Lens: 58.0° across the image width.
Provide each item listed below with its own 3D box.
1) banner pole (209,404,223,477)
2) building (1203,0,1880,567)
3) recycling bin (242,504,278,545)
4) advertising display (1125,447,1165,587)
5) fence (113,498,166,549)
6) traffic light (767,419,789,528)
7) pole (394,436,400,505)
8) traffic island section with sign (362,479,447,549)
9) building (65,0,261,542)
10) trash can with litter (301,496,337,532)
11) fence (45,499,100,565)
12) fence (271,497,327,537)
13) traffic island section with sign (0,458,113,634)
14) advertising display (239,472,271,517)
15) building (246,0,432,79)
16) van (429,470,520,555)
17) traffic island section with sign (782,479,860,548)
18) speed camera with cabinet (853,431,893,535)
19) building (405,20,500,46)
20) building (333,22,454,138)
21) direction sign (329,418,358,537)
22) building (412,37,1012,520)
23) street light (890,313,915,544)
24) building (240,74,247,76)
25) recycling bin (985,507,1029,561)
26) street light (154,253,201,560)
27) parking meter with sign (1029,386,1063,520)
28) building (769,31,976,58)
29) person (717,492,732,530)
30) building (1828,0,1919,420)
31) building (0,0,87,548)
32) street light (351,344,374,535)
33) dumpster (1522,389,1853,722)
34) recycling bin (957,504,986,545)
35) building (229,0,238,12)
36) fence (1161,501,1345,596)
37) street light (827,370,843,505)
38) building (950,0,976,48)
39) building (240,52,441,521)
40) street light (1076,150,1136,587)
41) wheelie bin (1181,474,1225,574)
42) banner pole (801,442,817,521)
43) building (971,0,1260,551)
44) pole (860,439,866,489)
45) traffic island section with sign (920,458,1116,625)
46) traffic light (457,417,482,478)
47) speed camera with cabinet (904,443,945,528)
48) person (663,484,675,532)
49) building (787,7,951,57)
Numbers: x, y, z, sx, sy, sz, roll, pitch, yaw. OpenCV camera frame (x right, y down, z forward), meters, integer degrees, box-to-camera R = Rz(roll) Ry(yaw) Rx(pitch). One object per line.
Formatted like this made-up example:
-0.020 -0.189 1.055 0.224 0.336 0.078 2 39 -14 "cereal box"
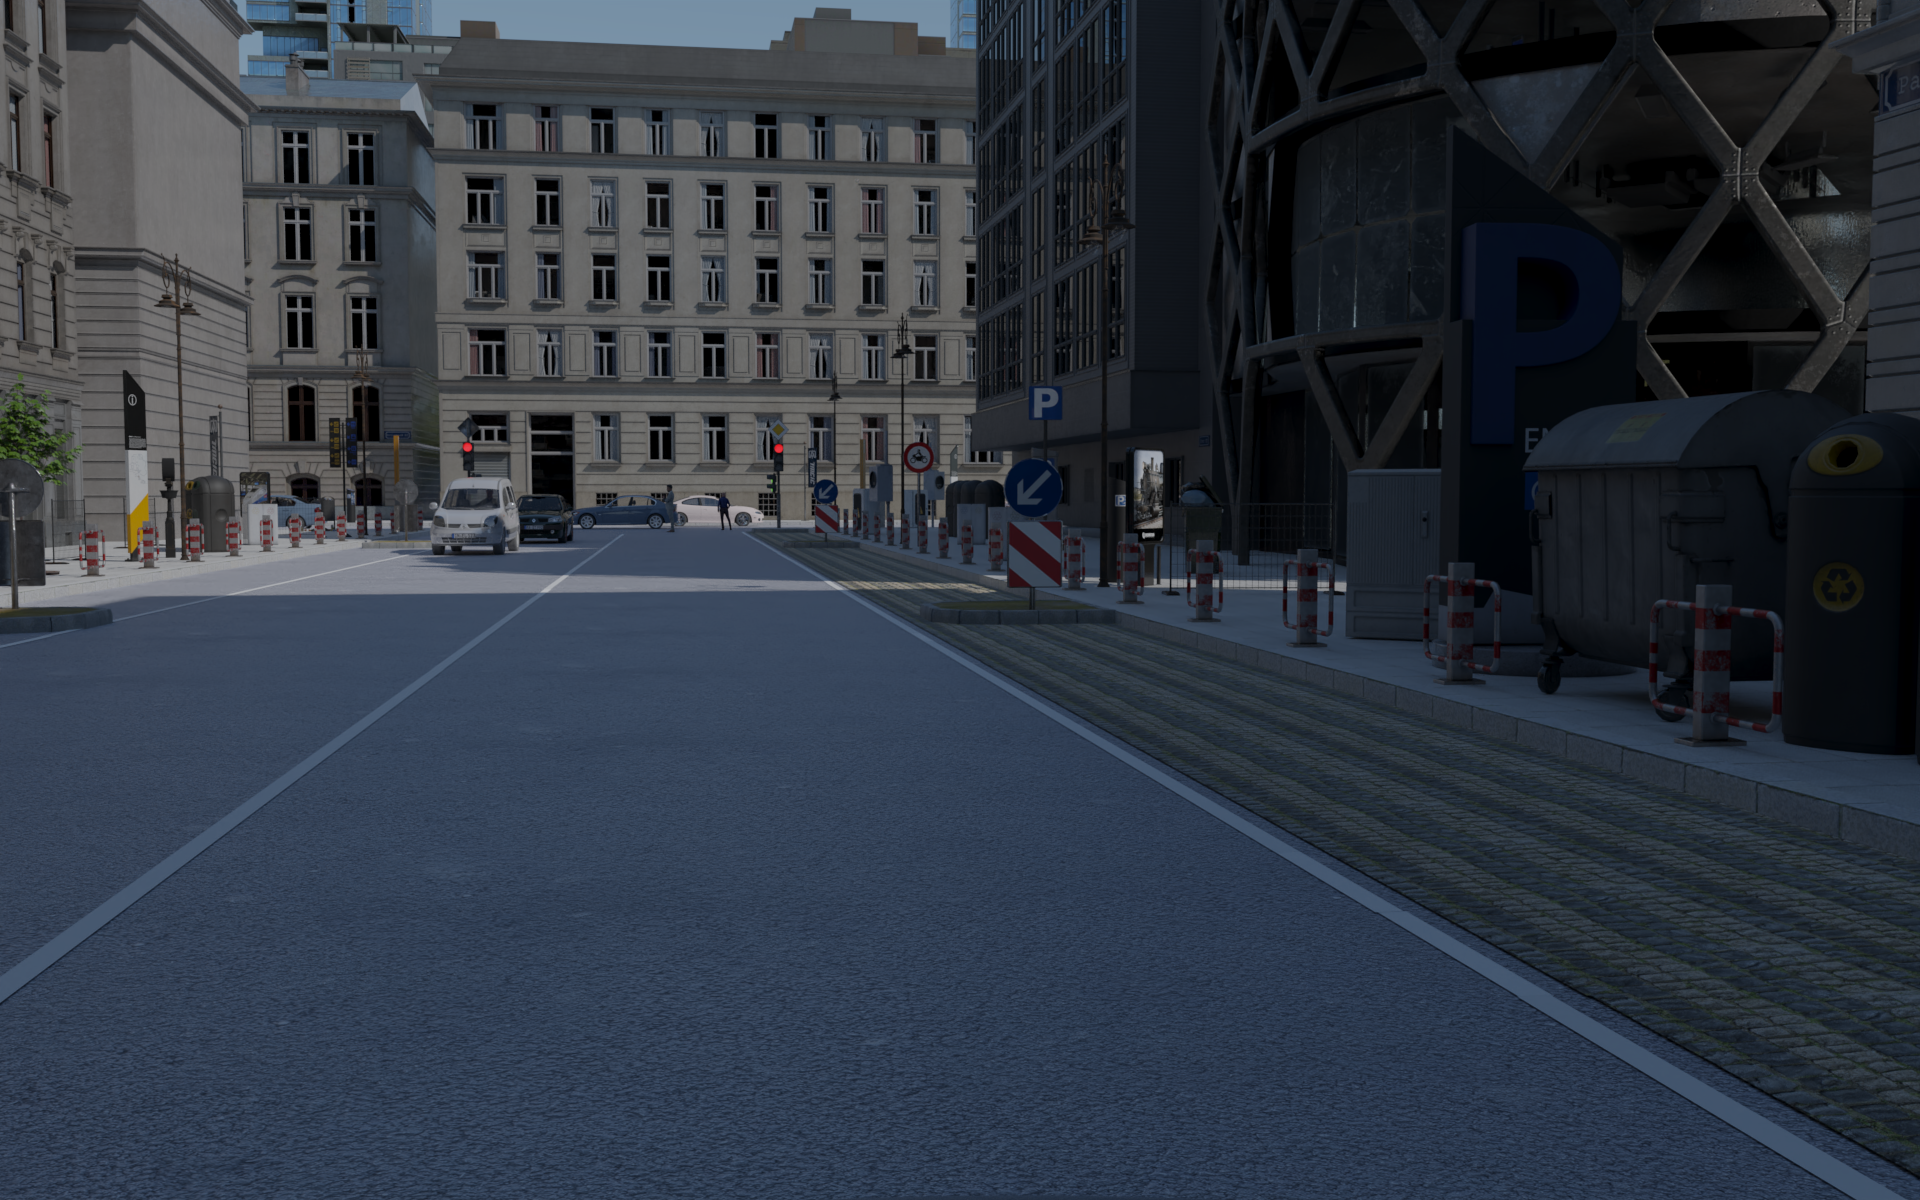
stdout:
-20.818 -3.581 48.570 0.863 3.779 0.401 3 5 40 "banner pole"
13.144 -9.998 30.921 16.820 18.784 16.811 -1 4 -9 "building"
-17.676 -1.907 43.739 0.722 1.027 0.722 -2 4 -33 "recycling bin"
2.579 -1.156 24.116 0.123 1.923 0.974 2 4 33 "advertising display"
-19.794 -1.872 41.818 0.480 1.192 2.264 0 4 -7 "fence"
-6.822 -4.650 64.952 0.839 4.253 0.868 -1 4 -9 "traffic light"
-19.676 -4.079 60.541 0.158 3.312 0.155 0 3 0 "pole"
-14.875 -2.315 46.485 1.989 1.847 2.006 -1 4 -9 "traffic island section with sign"
-34.326 -12.736 50.031 24.055 21.916 13.314 -1 4 -9 "building"
-22.181 -2.974 59.681 1.678 1.210 2.233 2 4 35 "trash can with litter"
-16.751 -1.307 32.572 0.480 1.192 2.264 -1 4 -12 "fence"
-19.892 -2.438 51.069 2.264 1.192 0.480 -1 4 -18 "fence"
-10.323 -0.609 18.587 1.989 1.847 2.006 -1 4 -9 "traffic island section with sign"
-20.412 -2.750 50.178 0.974 1.923 0.123 1 4 17 "advertising display"
-85.858 -56.904 243.052 31.000 86.520 22.319 -1 4 -9 "building"
-11.758 -2.147 42.115 2.013 2.044 4.112 0 4 -7 "van"
-3.773 -2.323 46.607 1.989 1.847 2.006 -1 4 -9 "traffic island section with sign"
-2.760 -3.686 54.594 0.660 3.252 2.038 -2 4 -25 "speed camera with cabinet"
-49.339 -31.680 168.075 14.600 45.320 14.200 -1 4 -9 "building"
-46.972 -28.788 154.282 14.154 41.232 14.086 -1 4 -9 "building"
-18.273 -3.632 51.379 0.876 3.537 0.379 1 4 9 "direction sign"
-11.802 -15.763 91.013 30.059 22.955 16.112 -1 4 -9 "building"
-1.468 -4.373 44.286 0.468 5.910 1.993 -1 4 -9 "street light"
-91.095 -35.235 195.698 30.456 49.044 23.786 -1 4 -9 "building"
0.944 -1.276 33.415 0.722 1.027 0.722 1 4 9 "recycling bin"
-15.041 -3.709 33.424 0.468 5.910 1.993 -1 4 -9 "street light"
1.444 -1.992 28.830 0.543 3.016 1.738 0 4 4 "parking meter with sign"
-9.403 -34.046 180.357 21.300 48.544 21.600 -1 4 -9 "building"
-9.312 -3.525 68.827 0.574 1.496 0.600 0 4 6 "person"
14.683 -10.398 6.159 11.583 22.565 21.152 -1 4 -9 "building"
-25.395 -11.300 33.905 9.793 20.994 18.267 -1 4 -9 "building"
-18.443 -4.942 53.581 0.468 5.910 1.993 -1 4 -9 "street light"
4.395 -0.287 10.455 1.264 1.857 1.865 -1 4 -9 "dumpster"
0.290 -1.935 44.193 0.722 1.027 0.722 0 3 0 "recycling bin"
-111.585 -48.895 237.679 20.611 71.187 20.563 -1 4 -9 "building"
3.733 -0.666 22.085 2.264 1.192 0.480 0 4 -1 "fence"
-4.684 -5.632 64.873 0.468 5.910 1.993 -1 4 -9 "street light"
10.954 -57.855 258.594 31.000 86.520 22.319 -1 4 -9 "building"
-44.031 -16.311 85.770 34.723 24.649 14.460 -1 4 -9 "building"
1.981 -3.116 23.732 0.468 5.910 1.993 -1 4 -9 "street light"
3.914 -1.231 28.041 0.693 1.594 0.980 0 4 4 "wheelie bin"
-7.173 -5.656 82.496 0.863 3.779 0.401 1 4 18 "banner pole"
9.187 -15.745 50.931 14.314 27.812 24.014 -1 4 -9 "building"
-3.607 -4.309 64.295 0.158 3.312 0.155 0 3 0 "pole"
0.585 -0.685 19.830 1.989 1.847 2.006 -1 4 -9 "traffic island section with sign"
-17.885 -4.539 63.141 0.839 4.253 0.868 -1 4 -9 "traffic light"
-1.395 -4.379 65.940 0.660 3.252 2.038 3 4 36 "speed camera with cabinet"
-10.940 -3.446 65.025 0.466 1.800 0.511 -1 4 -21 "person"
-8.941 -31.322 162.231 14.600 45.320 14.200 -1 4 -9 "building"
